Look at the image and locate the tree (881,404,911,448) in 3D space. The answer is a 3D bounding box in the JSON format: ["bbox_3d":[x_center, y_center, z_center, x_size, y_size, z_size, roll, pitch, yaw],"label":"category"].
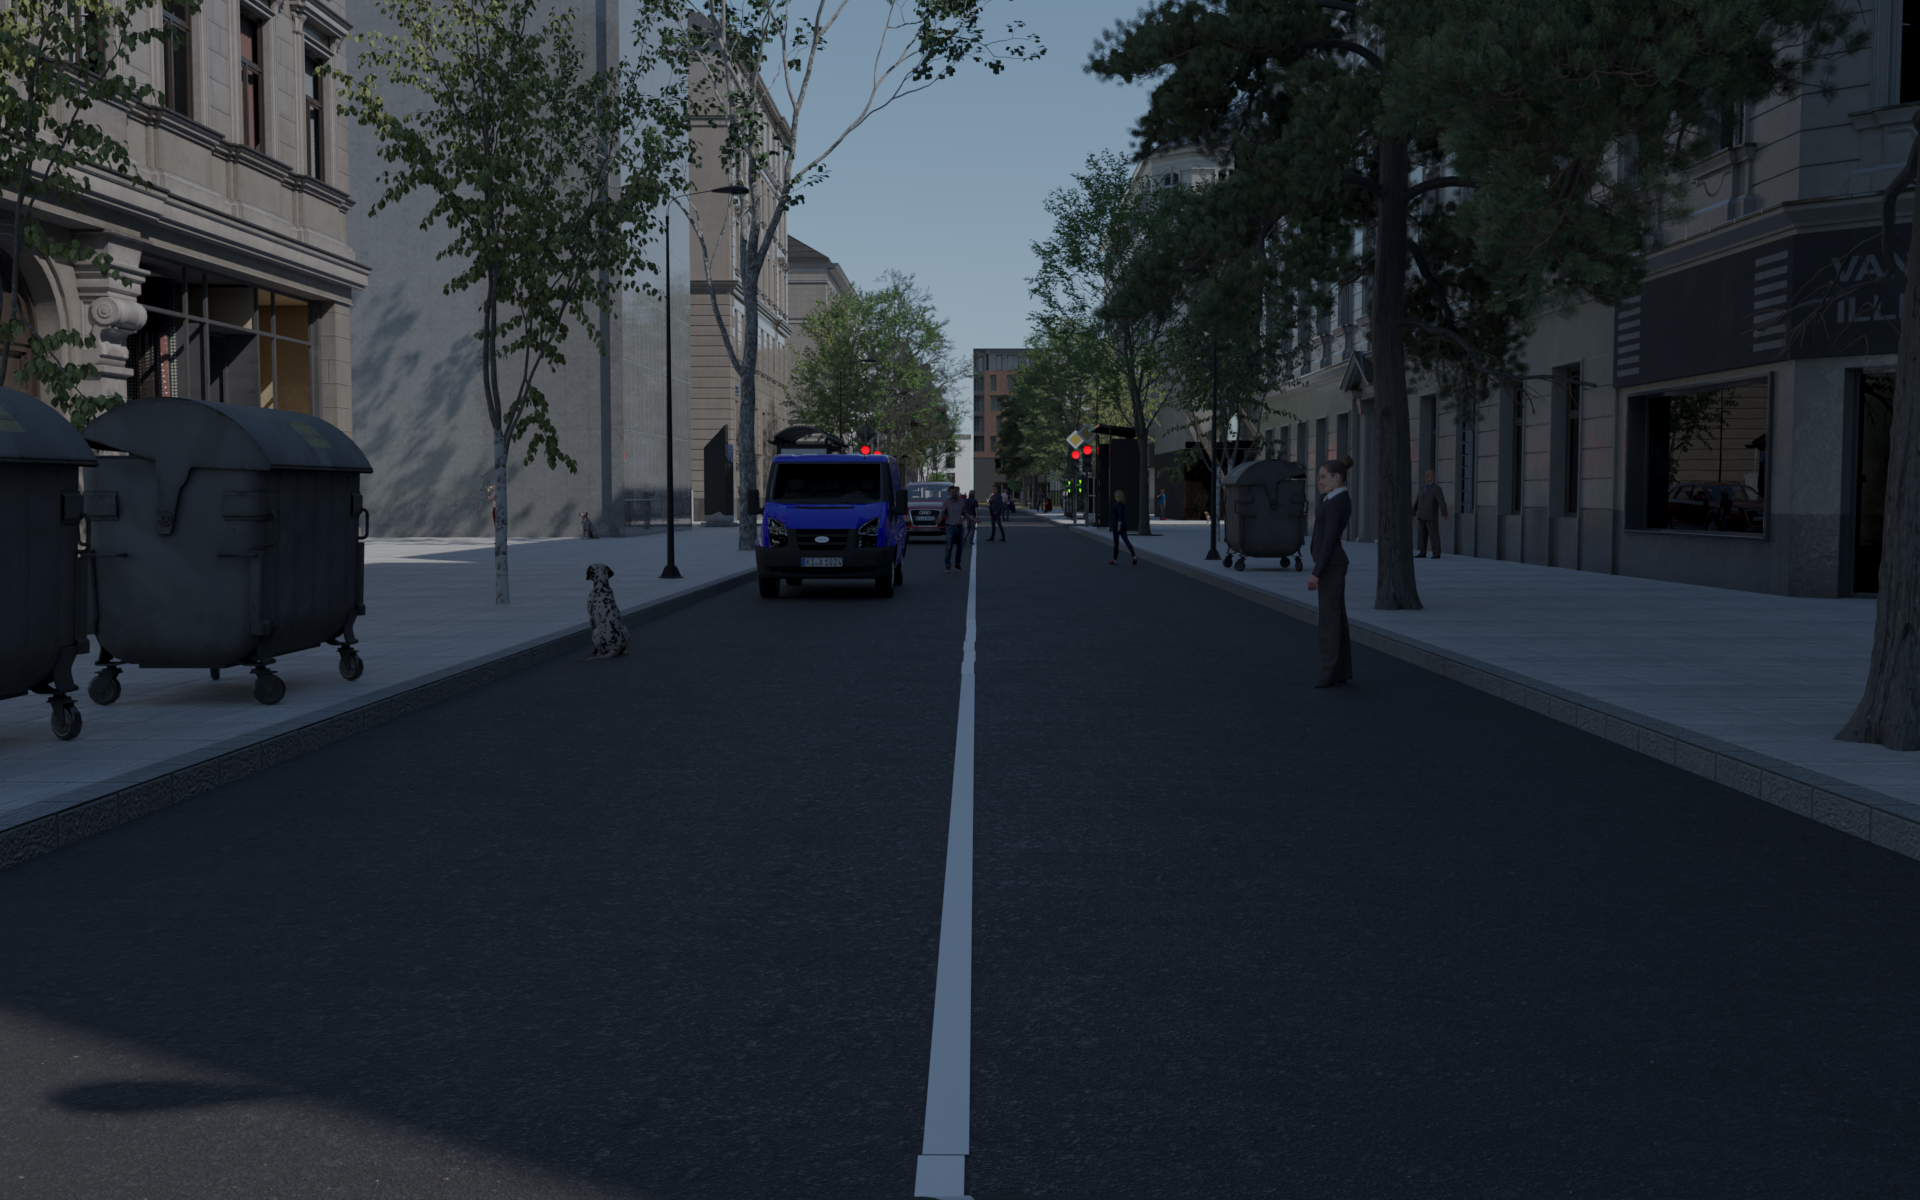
[{"bbox_3d":[-5.793,-11.219,133.791,4.360,8.622,3.978,0,3,0],"label":"tree"}]

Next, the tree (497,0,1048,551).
[{"bbox_3d":[-4.354,-11.281,40.326,12.611,20.169,13.585,0,3,0],"label":"tree"}]

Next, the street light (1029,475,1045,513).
[{"bbox_3d":[5.254,-8.839,117.062,1.470,5.913,1.316,0,4,1],"label":"street light"}]

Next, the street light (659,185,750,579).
[{"bbox_3d":[-3.869,-3.284,26.232,1.470,5.913,1.316,0,4,1],"label":"street light"}]

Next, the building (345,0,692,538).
[{"bbox_3d":[-19.711,-14.566,56.169,19.932,24.808,12.078,0,4,1],"label":"building"}]

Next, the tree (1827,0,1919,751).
[{"bbox_3d":[4.955,-5.286,8.488,6.751,12.117,7.091,0,3,0],"label":"tree"}]

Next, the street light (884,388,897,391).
[{"bbox_3d":[-3.447,-6.326,75.970,1.470,5.913,1.316,0,4,1],"label":"street light"}]

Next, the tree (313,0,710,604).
[{"bbox_3d":[-5.116,-4.261,20.037,4.737,8.622,4.395,0,3,0],"label":"tree"}]

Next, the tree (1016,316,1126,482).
[{"bbox_3d":[7.251,-11.724,109.816,7.486,12.596,7.792,0,3,0],"label":"tree"}]

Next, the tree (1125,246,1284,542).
[{"bbox_3d":[6.951,-5.896,46.754,4.737,8.622,4.395,0,3,0],"label":"tree"}]

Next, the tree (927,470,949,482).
[{"bbox_3d":[-2.864,-14.327,217.964,4.285,4.588,4.351,0,3,0],"label":"tree"}]

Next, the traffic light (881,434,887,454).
[{"bbox_3d":[-3.565,-5.273,75.456,0.839,4.213,0.868,0,4,1],"label":"traffic light"}]

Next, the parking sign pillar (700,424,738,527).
[{"bbox_3d":[-9.417,-4.839,67.588,1.447,3.967,1.447,3,5,41],"label":"parking sign pillar"}]

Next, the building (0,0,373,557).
[{"bbox_3d":[-15.607,-9.817,11.423,10.553,20.767,40.483,0,4,1],"label":"building"}]

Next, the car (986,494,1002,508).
[{"bbox_3d":[3.686,-9.971,174.816,2.131,1.459,4.920,0,4,-1],"label":"car"}]

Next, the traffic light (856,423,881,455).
[{"bbox_3d":[-3.642,-4.785,67.472,0.839,4.213,0.868,0,4,1],"label":"traffic light"}]

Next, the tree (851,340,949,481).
[{"bbox_3d":[-4.088,-11.889,116.440,6.751,12.117,7.091,0,3,0],"label":"tree"}]

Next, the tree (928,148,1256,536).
[{"bbox_3d":[5.530,-7.785,53.048,9.928,11.665,9.643,0,3,0],"label":"tree"}]

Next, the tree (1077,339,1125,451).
[{"bbox_3d":[7.716,-7.956,80.444,4.737,8.622,4.395,0,3,0],"label":"tree"}]

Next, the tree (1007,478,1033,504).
[{"bbox_3d":[7.798,-14.815,225.935,4.285,4.588,4.351,0,3,0],"label":"tree"}]

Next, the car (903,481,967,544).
[{"bbox_3d":[-0.910,-2.642,51.874,2.281,1.827,5.304,0,4,2],"label":"car"}]

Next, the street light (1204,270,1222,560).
[{"bbox_3d":[4.405,-3.738,33.656,1.470,5.913,1.316,0,4,1],"label":"street light"}]

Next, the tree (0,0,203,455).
[{"bbox_3d":[-7.582,-3.820,12.821,4.737,8.622,4.395,0,3,0],"label":"tree"}]

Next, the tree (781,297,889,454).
[{"bbox_3d":[-4.387,-6.951,64.015,4.737,8.622,4.395,0,3,0],"label":"tree"}]

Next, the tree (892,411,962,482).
[{"bbox_3d":[-3.422,-13.728,158.872,7.601,10.594,8.767,1,4,14],"label":"tree"}]

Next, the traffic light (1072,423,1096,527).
[{"bbox_3d":[4.919,-4.780,67.405,0.839,4.213,0.868,0,4,1],"label":"traffic light"}]

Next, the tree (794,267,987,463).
[{"bbox_3d":[-3.745,-11.156,92.764,12.009,13.543,11.850,0,3,0],"label":"tree"}]

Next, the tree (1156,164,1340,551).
[{"bbox_3d":[6.120,-5.382,38.360,4.360,8.622,3.978,0,3,0],"label":"tree"}]

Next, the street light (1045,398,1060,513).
[{"bbox_3d":[5.005,-6.801,83.731,1.470,5.913,1.316,0,4,1],"label":"street light"}]

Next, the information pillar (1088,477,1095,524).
[{"bbox_3d":[5.695,-4.287,74.587,0.304,2.012,0.304,2,4,30],"label":"information pillar"}]

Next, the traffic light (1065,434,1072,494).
[{"bbox_3d":[4.996,-5.269,75.389,0.839,4.213,0.868,0,4,1],"label":"traffic light"}]

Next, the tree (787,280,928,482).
[{"bbox_3d":[-4.530,-9.636,83.305,9.928,11.665,9.643,0,3,0],"label":"tree"}]

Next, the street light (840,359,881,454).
[{"bbox_3d":[-3.562,-5.322,59.562,1.470,5.913,1.316,0,4,1],"label":"street light"}]

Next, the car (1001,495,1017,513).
[{"bbox_3d":[3.346,-7.294,131.830,1.945,1.354,3.894,0,4,0],"label":"car"}]

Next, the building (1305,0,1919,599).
[{"bbox_3d":[18.370,-16.107,39.757,17.030,29.872,44.131,0,4,1],"label":"building"}]

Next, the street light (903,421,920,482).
[{"bbox_3d":[-3.024,-8.364,109.299,1.470,5.913,1.316,0,4,1],"label":"street light"}]

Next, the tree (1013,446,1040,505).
[{"bbox_3d":[7.389,-15.976,211.572,4.360,8.622,3.978,0,3,0],"label":"tree"}]

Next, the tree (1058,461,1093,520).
[{"bbox_3d":[5.695,-5.676,87.401,1.663,3.219,1.824,0,3,0],"label":"tree"}]

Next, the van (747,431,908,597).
[{"bbox_3d":[-1.839,-1.308,25.773,2.240,2.365,5.245,0,4,0],"label":"van"}]

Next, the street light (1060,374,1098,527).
[{"bbox_3d":[4.765,-5.788,67.175,1.470,5.913,1.316,0,4,1],"label":"street light"}]
